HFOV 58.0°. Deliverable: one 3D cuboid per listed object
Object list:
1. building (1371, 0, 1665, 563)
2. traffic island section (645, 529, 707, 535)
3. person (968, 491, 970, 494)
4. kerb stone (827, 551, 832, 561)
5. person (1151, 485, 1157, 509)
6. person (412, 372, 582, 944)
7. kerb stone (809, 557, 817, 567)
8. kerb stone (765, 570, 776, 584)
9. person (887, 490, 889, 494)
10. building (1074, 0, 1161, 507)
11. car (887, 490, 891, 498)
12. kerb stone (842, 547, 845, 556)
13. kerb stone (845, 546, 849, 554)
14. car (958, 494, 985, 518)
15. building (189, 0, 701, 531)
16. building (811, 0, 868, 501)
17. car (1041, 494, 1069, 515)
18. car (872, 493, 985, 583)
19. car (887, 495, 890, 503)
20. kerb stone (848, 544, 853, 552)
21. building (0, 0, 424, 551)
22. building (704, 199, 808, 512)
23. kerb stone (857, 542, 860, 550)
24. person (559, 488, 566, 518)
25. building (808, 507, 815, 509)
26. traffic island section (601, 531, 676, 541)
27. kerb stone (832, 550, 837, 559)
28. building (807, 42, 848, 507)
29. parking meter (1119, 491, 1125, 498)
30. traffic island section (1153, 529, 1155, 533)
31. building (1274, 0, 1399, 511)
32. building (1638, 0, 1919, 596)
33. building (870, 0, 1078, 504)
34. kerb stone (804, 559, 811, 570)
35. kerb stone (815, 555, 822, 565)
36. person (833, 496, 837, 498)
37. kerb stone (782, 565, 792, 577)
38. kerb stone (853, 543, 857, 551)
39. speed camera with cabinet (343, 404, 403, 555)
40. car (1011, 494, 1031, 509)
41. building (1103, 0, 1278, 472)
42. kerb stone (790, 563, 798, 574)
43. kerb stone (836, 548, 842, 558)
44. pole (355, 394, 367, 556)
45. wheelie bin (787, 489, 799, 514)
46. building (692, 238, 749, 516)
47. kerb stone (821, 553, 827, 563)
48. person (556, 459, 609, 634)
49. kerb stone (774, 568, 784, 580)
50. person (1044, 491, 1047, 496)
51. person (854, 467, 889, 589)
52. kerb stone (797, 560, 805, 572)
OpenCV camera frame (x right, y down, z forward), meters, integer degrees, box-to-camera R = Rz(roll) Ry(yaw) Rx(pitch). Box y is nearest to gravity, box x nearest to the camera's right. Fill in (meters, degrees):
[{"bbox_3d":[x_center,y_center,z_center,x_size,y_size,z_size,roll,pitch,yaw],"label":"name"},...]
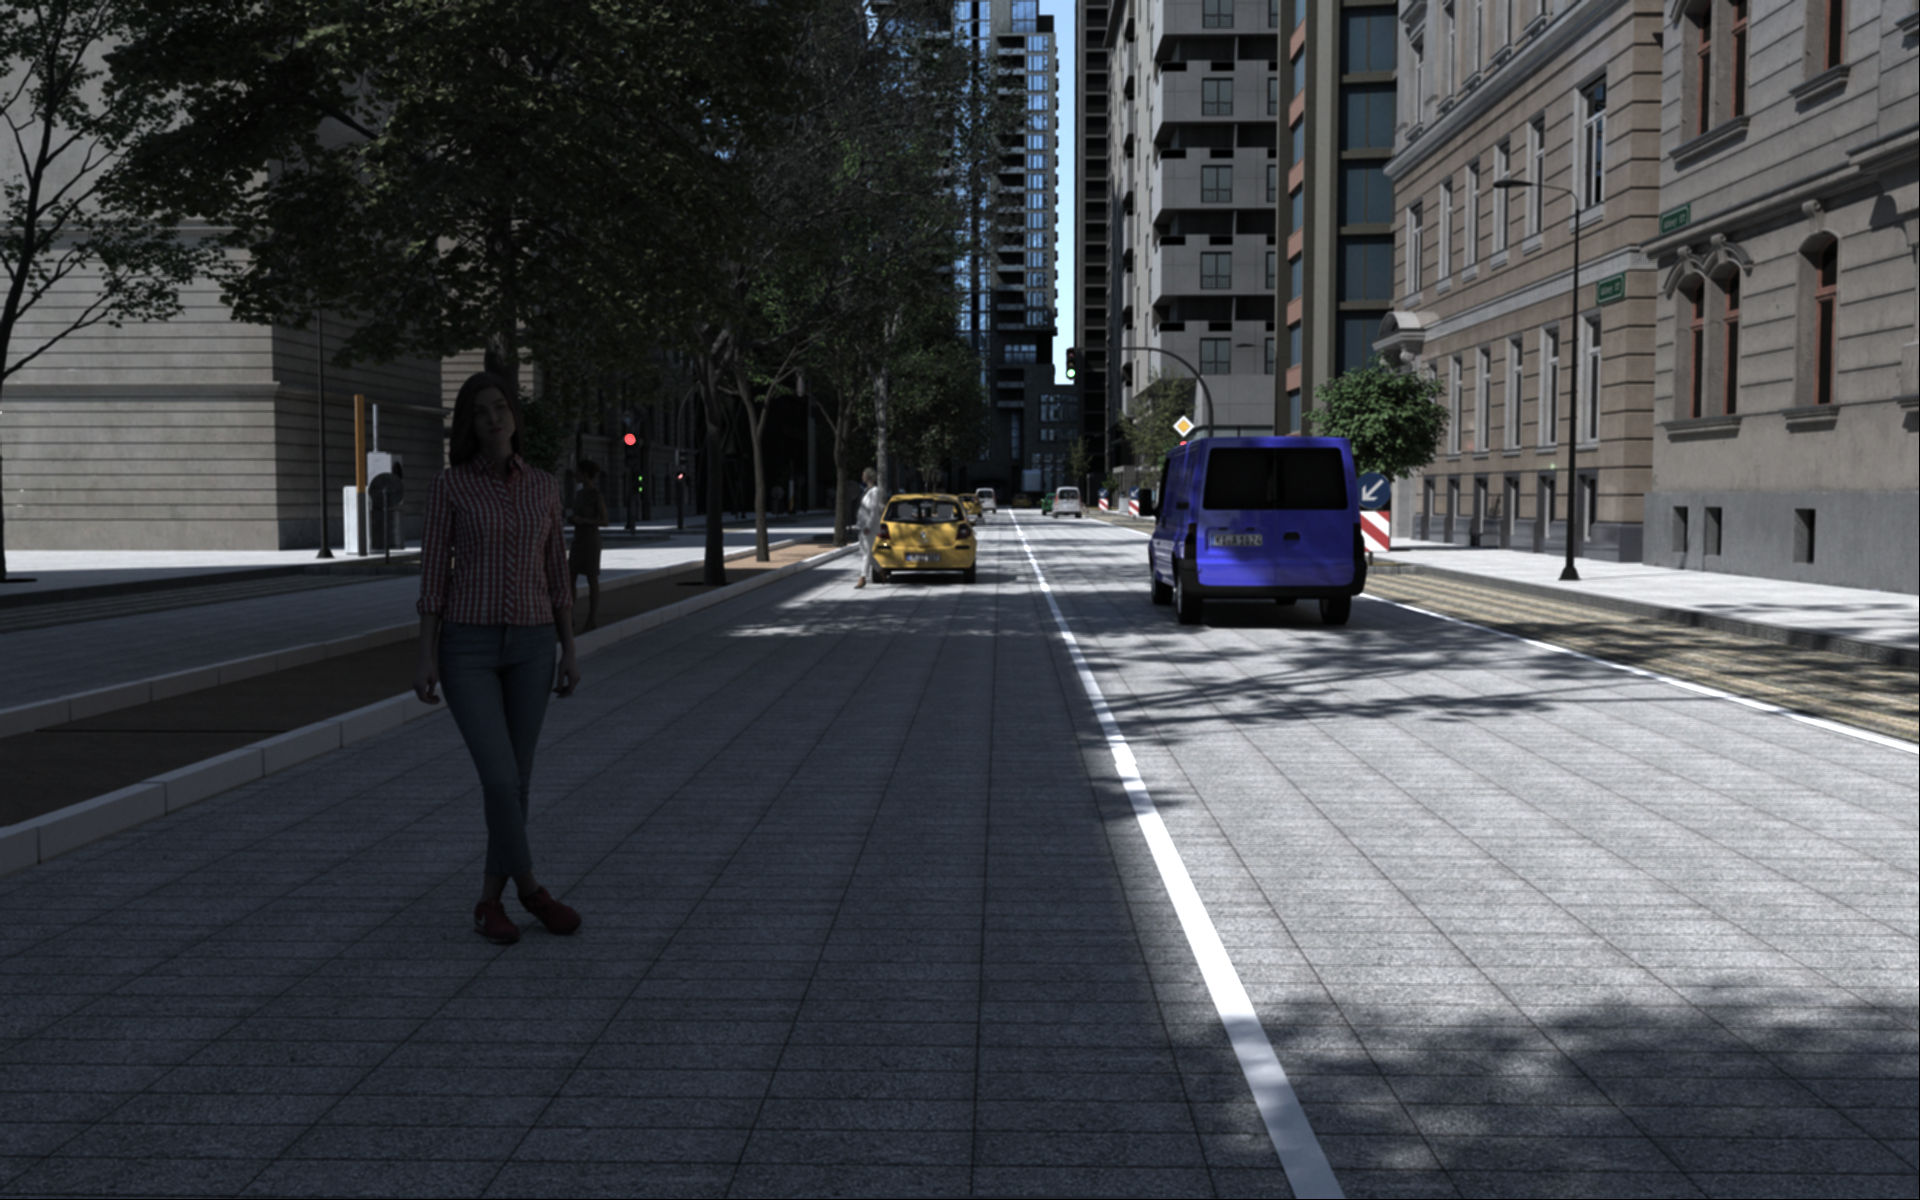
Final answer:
[{"bbox_3d":[18.721,-15.598,40.934,13.634,28.700,20.117,0,4,1],"label":"building"},{"bbox_3d":[-10.065,-2.444,62.246,2.009,0.180,2.903,0,4,1],"label":"traffic island section"},{"bbox_3d":[1.080,-10.910,187.332,0.568,1.767,0.683,1,4,22],"label":"person"},{"bbox_3d":[-2.891,-0.900,36.918,0.120,0.150,1.000,0,4,1],"label":"kerb stone"},{"bbox_3d":[11.558,-6.000,104.010,0.638,1.841,0.748,-1,4,-20],"label":"person"},{"bbox_3d":[-1.499,0.180,5.573,0.555,1.821,0.388,-3,5,-45],"label":"person"},{"bbox_3d":[-2.961,-0.711,33.853,0.120,0.150,1.000,0,4,1],"label":"kerb stone"},{"bbox_3d":[-3.116,-0.337,27.702,0.120,0.150,1.000,0,4,1],"label":"kerb stone"},{"bbox_3d":[-7.036,-9.902,170.475,0.705,1.814,1.350,-1,4,-20],"label":"person"},{"bbox_3d":[25.769,-48.431,230.106,20.611,71.187,20.563,0,4,1],"label":"building"},{"bbox_3d":[-5.099,-6.826,120.397,1.959,1.807,4.718,0,4,0],"label":"car"},{"bbox_3d":[-2.809,-1.088,39.987,0.120,0.150,1.000,0,4,1],"label":"kerb stone"},{"bbox_3d":[-2.789,-1.148,41.015,0.120,0.150,1.000,0,4,1],"label":"kerb stone"},{"bbox_3d":[0.494,-5.850,105.875,2.015,1.641,3.980,0,4,2],"label":"car"},{"bbox_3d":[-20.587,-16.026,81.111,14.460,24.649,34.723,0,4,1],"label":"building"},{"bbox_3d":[-24.928,-40.280,200.573,28.212,58.520,21.231,0,4,1],"label":"building"},{"bbox_3d":[6.465,-6.646,117.464,1.959,1.807,4.718,0,4,1],"label":"car"},{"bbox_3d":[-0.579,-1.163,29.244,2.015,1.641,3.980,0,3,0],"label":"car"},{"bbox_3d":[-4.726,-5.245,97.759,2.014,1.417,4.499,0,4,3],"label":"car"},{"bbox_3d":[-2.771,-1.214,42.045,0.120,0.150,1.000,0,4,1],"label":"kerb stone"},{"bbox_3d":[-32.162,-13.854,45.604,34.723,24.649,14.460,0,4,1],"label":"building"},{"bbox_3d":[-18.349,-18.289,128.705,12.332,23.373,15.834,0,4,1],"label":"building"},{"bbox_3d":[-2.715,-1.338,44.094,0.120,0.150,1.000,0,4,1],"label":"kerb stone"},{"bbox_3d":[-12.846,-2.989,55.100,0.709,1.800,0.728,-1,4,-22],"label":"person"},{"bbox_3d":[-23.532,-51.331,151.927,22.319,86.520,31.000,0,4,1],"label":"building"},{"bbox_3d":[-10.260,-1.956,54.264,2.009,0.180,2.903,0,4,1],"label":"traffic island section"},{"bbox_3d":[-2.864,-0.963,37.939,0.120,0.150,1.000,0,4,1],"label":"kerb stone"},{"bbox_3d":[-18.860,-32.142,175.636,14.600,45.320,14.200,0,4,1],"label":"building"},{"bbox_3d":[11.583,-7.062,123.872,0.372,1.533,0.369,0,3,0],"label":"parking meter"},{"bbox_3d":[7.971,-2.417,61.802,2.009,0.180,2.903,0,4,1],"label":"traffic island section"},{"bbox_3d":[26.955,-25.734,75.378,28.867,44.769,22.147,0,4,1],"label":"building"},{"bbox_3d":[18.261,-14.175,19.149,14.401,28.519,23.554,0,4,1],"label":"building"},{"bbox_3d":[0.023,-56.251,232.367,31.000,86.520,22.319,0,4,1],"label":"building"},{"bbox_3d":[-2.989,-0.650,32.828,0.120,0.150,1.000,0,4,1],"label":"kerb stone"},{"bbox_3d":[-2.936,-0.775,34.874,0.120,0.150,1.000,0,4,1],"label":"kerb stone"},{"bbox_3d":[-11.554,-9.074,157.663,1.065,1.426,0.557,-2,4,-34],"label":"person"},{"bbox_3d":[-3.058,-0.462,29.753,0.120,0.150,1.000,0,4,1],"label":"kerb stone"},{"bbox_3d":[-2.739,-1.275,43.072,0.120,0.150,1.000,0,4,1],"label":"kerb stone"},{"bbox_3d":[-12.702,-2.642,37.533,0.660,3.252,2.038,0,4,2],"label":"speed camera with cabinet"},{"bbox_3d":[5.926,-9.646,167.928,2.015,1.641,3.980,0,4,2],"label":"car"},{"bbox_3d":[29.591,-35.852,175.424,28.713,52.752,27.495,0,4,1],"label":"building"},{"bbox_3d":[-3.045,-0.525,30.781,0.120,0.150,1.000,0,4,1],"label":"kerb stone"},{"bbox_3d":[-2.828,-1.026,38.966,0.120,0.150,1.000,0,4,1],"label":"kerb stone"},{"bbox_3d":[-12.312,-2.554,35.601,0.158,3.312,0.155,0,3,0],"label":"pole"},{"bbox_3d":[-10.657,-6.274,110.489,0.693,1.594,0.980,0,4,-1],"label":"wheelie bin"},{"bbox_3d":[-21.795,-14.654,107.047,16.820,18.784,16.811,0,4,1],"label":"building"},{"bbox_3d":[-2.917,-0.838,35.896,0.120,0.150,1.000,0,4,1],"label":"kerb stone"},{"bbox_3d":[-3.870,-0.540,17.674,0.599,1.781,0.374,3,5,43],"label":"person"},{"bbox_3d":[-3.092,-0.400,28.728,0.120,0.150,1.000,0,4,1],"label":"kerb stone"},{"bbox_3d":[9.787,-11.485,196.805,1.217,1.766,0.721,1,4,19],"label":"person"},{"bbox_3d":[-1.338,-1.106,26.455,0.818,1.842,0.514,-3,5,-44],"label":"person"},{"bbox_3d":[-3.008,-0.586,31.806,0.120,0.150,1.000,0,4,1],"label":"kerb stone"}]
